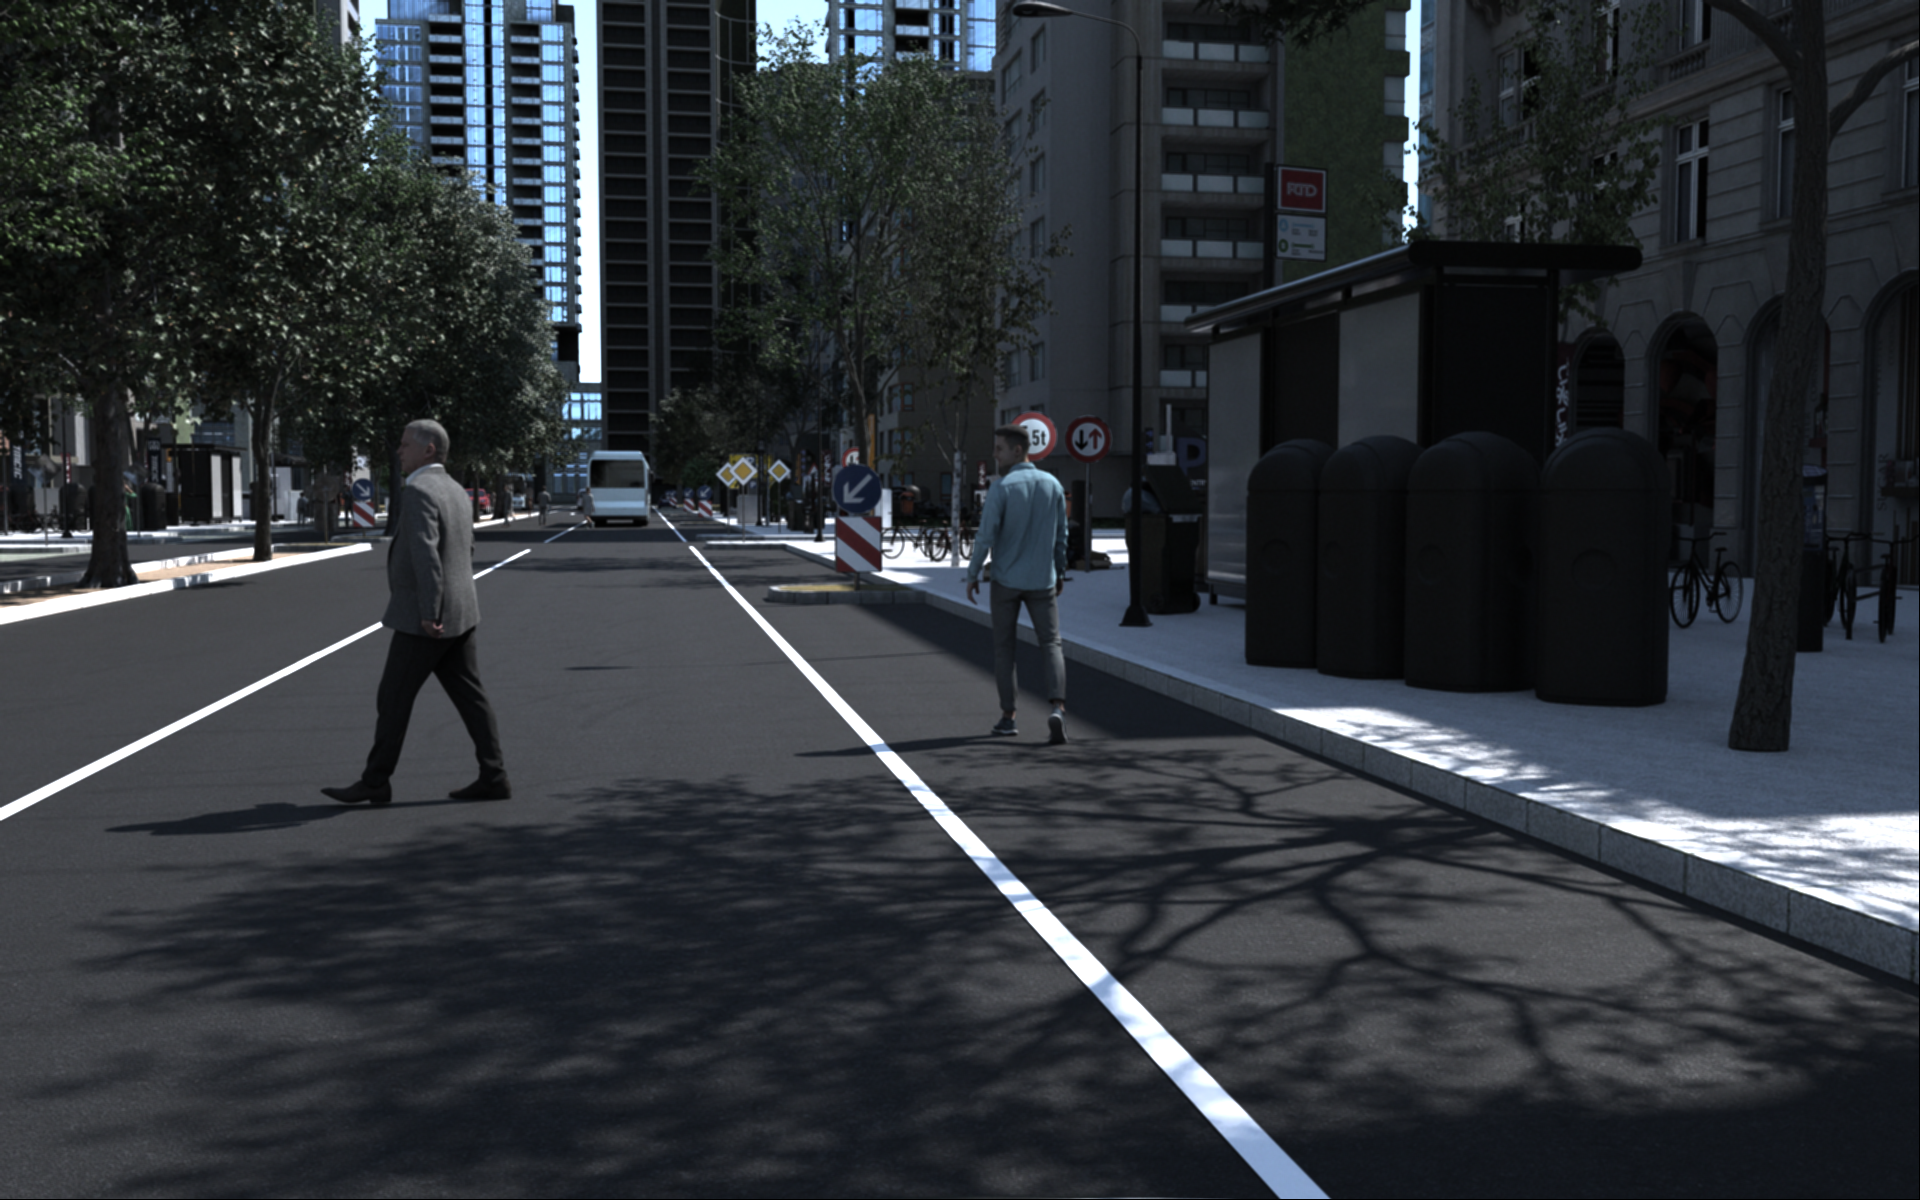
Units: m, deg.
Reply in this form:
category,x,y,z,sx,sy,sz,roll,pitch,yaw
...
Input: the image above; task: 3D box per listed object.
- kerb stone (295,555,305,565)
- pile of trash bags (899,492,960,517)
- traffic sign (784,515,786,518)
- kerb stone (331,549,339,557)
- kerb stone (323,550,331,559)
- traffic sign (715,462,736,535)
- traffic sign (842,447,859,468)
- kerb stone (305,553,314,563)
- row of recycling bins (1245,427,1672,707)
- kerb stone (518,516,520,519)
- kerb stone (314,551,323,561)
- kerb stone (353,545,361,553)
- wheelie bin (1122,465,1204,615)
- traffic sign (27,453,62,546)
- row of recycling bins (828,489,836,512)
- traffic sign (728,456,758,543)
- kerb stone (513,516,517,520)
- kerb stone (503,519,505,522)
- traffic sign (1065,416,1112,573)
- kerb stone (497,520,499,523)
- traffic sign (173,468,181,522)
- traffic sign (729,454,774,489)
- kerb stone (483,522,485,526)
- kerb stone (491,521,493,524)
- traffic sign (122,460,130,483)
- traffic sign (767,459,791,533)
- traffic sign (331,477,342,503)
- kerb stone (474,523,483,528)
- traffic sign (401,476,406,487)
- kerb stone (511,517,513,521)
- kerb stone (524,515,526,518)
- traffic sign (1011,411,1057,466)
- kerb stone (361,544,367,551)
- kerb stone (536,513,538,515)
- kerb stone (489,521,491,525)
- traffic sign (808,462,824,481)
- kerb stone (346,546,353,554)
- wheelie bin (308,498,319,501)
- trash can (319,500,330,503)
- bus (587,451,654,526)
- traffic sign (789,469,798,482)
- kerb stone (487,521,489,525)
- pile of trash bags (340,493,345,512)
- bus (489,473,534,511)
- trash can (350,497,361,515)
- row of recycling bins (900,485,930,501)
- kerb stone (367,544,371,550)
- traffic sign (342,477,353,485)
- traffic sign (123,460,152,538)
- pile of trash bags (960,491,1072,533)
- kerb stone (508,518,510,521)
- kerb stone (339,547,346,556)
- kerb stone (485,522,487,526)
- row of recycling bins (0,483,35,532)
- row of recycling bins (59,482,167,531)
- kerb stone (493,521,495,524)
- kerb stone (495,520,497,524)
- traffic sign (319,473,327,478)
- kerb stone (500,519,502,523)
category,x,y,z,sx,sy,sz,roll,pitch,yaw
kerb stone,-13.578,-0.801,35.319,0.120,0.150,1.000,-1,4,-10
pile of trash bags,-1.157,-3.664,69.654,3.447,1.369,1.912,3,5,44
traffic sign,-9.564,-5.653,94.562,0.606,2.300,0.079,-1,4,-9
kerb stone,-14.322,-1.049,39.343,0.120,0.150,1.000,-1,4,-10
kerb stone,-14.126,-0.987,38.336,0.120,0.150,1.000,-1,4,-10
traffic sign,-7.171,-3.056,53.606,0.795,2.450,0.064,-1,4,-10
traffic sign,-2.833,-2.876,47.133,0.768,2.556,0.104,0,4,-3
kerb stone,-13.760,-0.864,36.325,0.120,0.150,1.000,-1,4,-10
row of recycling bins,3.264,-0.293,11.908,1.069,1.692,3.534,-2,4,-32
kerb stone,-24.998,-4.597,97.353,0.120,0.150,1.000,-1,4,-10
kerb stone,-13.945,-0.923,37.330,0.120,0.150,1.000,-1,4,-10
kerb stone,-14.869,-1.233,42.361,0.120,0.150,1.000,-1,4,-10
wheelie bin,2.152,-0.658,18.674,0.693,1.594,0.980,3,5,45
traffic sign,-22.540,-2.388,42.687,0.795,2.450,0.064,-1,4,-10
row of recycling bins,-7.944,-7.318,126.762,3.534,1.692,1.069,-2,4,-25
traffic sign,-5.724,-2.576,45.752,0.795,2.450,0.064,-1,4,-10
kerb stone,-24.625,-4.472,95.329,0.120,0.150,1.000,-1,4,-10
kerb stone,-23.130,-3.977,87.255,0.120,0.150,1.000,-1,4,-10
traffic sign,2.084,-1.723,28.272,0.768,2.556,0.104,0,4,-5
kerb stone,-22.395,-3.733,83.225,0.120,0.150,1.000,-1,4,-10
traffic sign,-34.577,-4.614,76.627,0.795,2.450,0.064,0,4,-1
traffic sign,-10.527,-5.724,87.453,2.265,3.308,0.079,0,4,-5
kerb stone,-21.103,-3.295,76.180,0.120,0.150,1.000,-1,4,-10
kerb stone,-21.842,-3.548,80.208,0.120,0.150,1.000,-1,4,-10
traffic sign,-31.873,-4.053,66.266,0.884,2.594,0.081,-1,4,-10
traffic sign,-5.943,-3.410,56.939,0.795,2.450,0.064,0,4,-6
traffic sign,-36.420,-6.059,101.188,0.606,2.300,0.079,0,4,-8
kerb stone,-20.911,-3.228,75.175,0.120,0.150,1.000,-1,4,-10
traffic sign,-39.462,-7.468,122.203,0.768,2.556,0.104,-1,4,-8
kerb stone,-24.065,-4.289,92.313,0.120,0.150,1.000,-1,4,-10
kerb stone,-25.931,-4.905,102.397,0.120,0.150,1.000,-1,4,-10
traffic sign,1.113,-1.633,26.803,0.768,2.556,0.104,0,4,-1
kerb stone,-15.056,-1.294,43.365,0.120,0.150,1.000,-1,4,-10
kerb stone,-28.154,-5.644,114.501,0.120,0.150,1.000,-1,4,-10
kerb stone,-21.660,-3.487,79.202,0.120,0.150,1.000,-1,4,-10
traffic sign,-5.934,-4.317,70.589,0.884,2.594,0.081,-1,4,-9
kerb stone,-14.691,-1.169,41.354,0.120,0.150,1.000,-1,4,-10
wheelie bin,-35.008,-5.253,93.789,0.980,1.594,0.693,-1,4,-21
trash can,-36.071,-5.296,98.249,0.748,1.137,0.748,0,3,0
bus,-15.770,-5.247,80.644,2.948,3.499,13.247,-1,4,-10
traffic sign,-8.570,-5.350,87.580,0.768,2.556,0.104,-1,4,-10
kerb stone,-21.467,-3.425,78.196,0.120,0.150,1.000,-1,4,-10
pile of trash bags,-44.703,-6.880,122.242,1.912,1.369,3.447,3,4,37
bus,-38.276,-9.391,148.395,2.948,3.499,13.247,-1,4,-10
trash can,-36.164,-5.624,103.613,0.748,1.137,0.748,0,3,0
row of recycling bins,-2.210,-5.263,93.160,1.069,1.692,3.534,1,4,9
kerb stone,-15.241,-1.356,44.373,0.120,0.150,1.000,-1,4,-10
traffic sign,-42.002,-7.254,118.710,0.768,2.556,0.104,0,4,-2
traffic sign,-23.987,-2.868,50.540,0.795,2.450,0.064,-1,4,-10
pile of trash bags,2.025,-2.844,56.251,3.447,1.369,1.912,-1,4,-17
kerb stone,-23.700,-4.160,90.282,0.120,0.150,1.000,-1,4,-10
kerb stone,-14.505,-1.108,40.349,0.120,0.150,1.000,-1,4,-10
kerb stone,-21.289,-3.363,77.185,0.120,0.150,1.000,-1,4,-10
row of recycling bins,-33.114,-3.165,58.854,1.069,1.692,3.534,1,4,20
row of recycling bins,-30.113,-3.337,61.668,1.069,1.692,3.534,3,5,44
kerb stone,-22.034,-3.610,81.213,0.120,0.150,1.000,-1,4,-10
kerb stone,-22.212,-3.666,82.220,0.120,0.150,1.000,-1,4,-10
traffic sign,-37.931,-6.312,103.314,0.768,2.556,0.104,0,4,-2
kerb stone,-22.773,-3.856,85.238,0.120,0.150,1.000,-1,4,-10
